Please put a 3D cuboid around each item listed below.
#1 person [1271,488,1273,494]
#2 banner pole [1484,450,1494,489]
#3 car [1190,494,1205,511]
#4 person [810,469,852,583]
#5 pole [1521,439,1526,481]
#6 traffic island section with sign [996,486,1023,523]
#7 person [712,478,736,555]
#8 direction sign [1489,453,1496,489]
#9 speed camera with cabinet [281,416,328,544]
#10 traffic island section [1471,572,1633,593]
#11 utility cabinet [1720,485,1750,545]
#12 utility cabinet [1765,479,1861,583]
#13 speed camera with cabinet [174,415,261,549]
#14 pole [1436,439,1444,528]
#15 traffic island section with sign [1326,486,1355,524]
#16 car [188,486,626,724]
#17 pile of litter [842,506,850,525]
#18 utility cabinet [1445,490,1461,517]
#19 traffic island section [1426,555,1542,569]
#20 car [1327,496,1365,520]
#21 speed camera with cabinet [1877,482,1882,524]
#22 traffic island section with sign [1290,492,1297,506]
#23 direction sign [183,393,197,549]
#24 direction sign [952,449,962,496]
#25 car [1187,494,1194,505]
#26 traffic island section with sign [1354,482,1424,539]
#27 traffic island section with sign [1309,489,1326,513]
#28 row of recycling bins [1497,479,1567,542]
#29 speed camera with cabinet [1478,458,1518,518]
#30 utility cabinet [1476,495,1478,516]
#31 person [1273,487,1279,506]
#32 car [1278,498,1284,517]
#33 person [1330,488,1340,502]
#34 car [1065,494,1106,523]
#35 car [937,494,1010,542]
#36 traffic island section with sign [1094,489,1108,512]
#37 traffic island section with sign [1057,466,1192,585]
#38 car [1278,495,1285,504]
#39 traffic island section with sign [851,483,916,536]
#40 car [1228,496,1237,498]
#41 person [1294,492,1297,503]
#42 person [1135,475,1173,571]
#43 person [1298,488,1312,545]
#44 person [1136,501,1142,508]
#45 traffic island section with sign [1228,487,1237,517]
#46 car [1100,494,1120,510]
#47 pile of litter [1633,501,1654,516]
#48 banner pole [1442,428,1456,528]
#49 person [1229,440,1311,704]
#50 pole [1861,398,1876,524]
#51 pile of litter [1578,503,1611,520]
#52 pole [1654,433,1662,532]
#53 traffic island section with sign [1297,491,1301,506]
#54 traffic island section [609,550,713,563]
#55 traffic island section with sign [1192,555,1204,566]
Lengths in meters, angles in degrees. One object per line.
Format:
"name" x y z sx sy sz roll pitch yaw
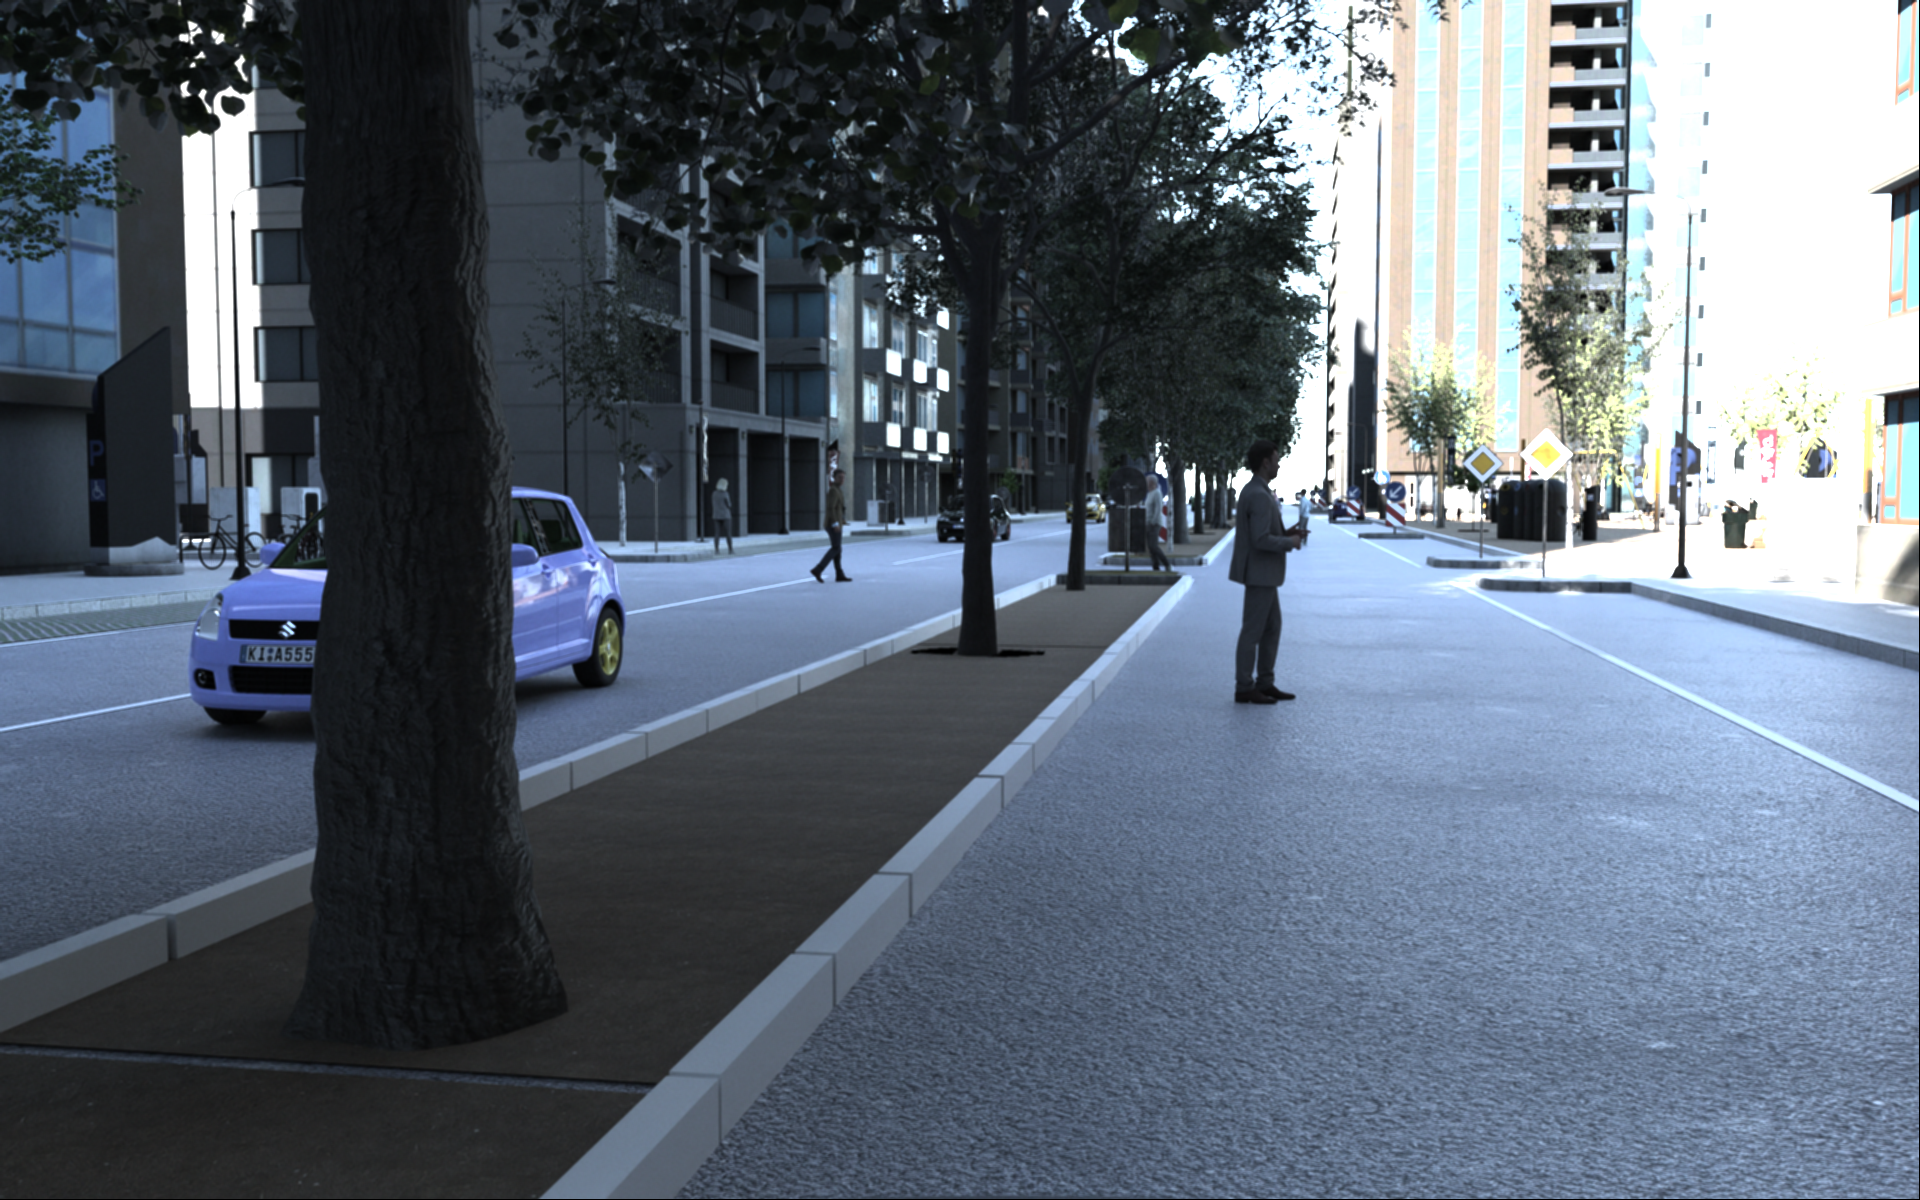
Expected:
"person" 14.739 -4.446 82.202 0.522 1.701 0.512 0 4 -8
"banner pole" 29.879 -6.606 98.020 0.863 3.779 0.401 2 4 30
"car" 20.257 -8.312 144.703 1.959 1.807 4.718 1 4 10
"person" -2.056 -1.207 28.138 0.836 1.842 0.656 -3 4 -37
"pole" 20.941 -4.316 64.406 0.158 3.312 0.155 0 3 0
"traffic island section with sign" 2.122 -4.768 86.583 1.989 1.847 2.006 1 4 10
"person" -5.582 -1.961 40.754 0.537 1.800 0.526 3 4 38
"direction sign" 29.611 -6.411 96.815 0.379 3.537 0.876 -2 4 -28
"speed camera with cabinet" -16.188 -2.991 43.237 0.660 3.252 2.038 0 4 7
"traffic island section" 9.013 -0.270 26.693 2.009 0.180 2.903 1 4 10
"utility cabinet" 19.008 -2.071 42.535 0.318 1.500 1.173 0 4 7
"utility cabinet" 12.283 -0.996 24.957 1.173 1.500 0.318 1 4 18
"speed camera with cabinet" -17.506 -2.831 40.618 2.038 3.252 0.660 1 4 9
"pole" 17.931 -4.333 64.682 0.158 3.312 0.155 0 3 0
"traffic island section with sign" 18.773 -4.568 83.310 1.989 1.847 2.006 1 4 10
"car" -3.627 -0.133 11.769 1.945 1.707 3.694 1 4 9
"pile of litter" -5.191 -3.554 72.067 1.176 0.858 1.719 -1 4 -15
"utility cabinet" 26.882 -5.262 94.708 0.318 1.500 1.173 -2 4 -25
"traffic island section" 10.414 -0.751 34.555 2.009 0.180 2.903 1 4 10
"car" 20.399 -4.823 91.431 1.945 1.354 3.894 1 4 9
"speed camera with cabinet" 13.217 -1.764 23.175 0.660 3.252 2.038 -1 4 -9
"traffic island section with sign" 41.929 -12.517 213.277 1.989 1.847 2.006 1 4 10
"direction sign" -17.487 -2.891 39.267 0.379 3.537 0.876 -2 4 -32
"direction sign" -0.159 -5.825 87.228 0.379 3.537 0.876 -2 4 -34
"car" 31.639 -13.681 233.477 2.009 1.686 4.222 1 4 10
"traffic island section with sign" 13.921 -2.899 56.024 1.989 1.847 2.006 1 4 10
"traffic island section with sign" 27.611 -7.603 132.932 1.989 1.847 2.006 1 4 10
"row of recycling bins" 15.988 -2.519 48.303 1.069 1.692 3.534 0 4 -3
"speed camera with cabinet" 29.305 -6.120 94.397 0.660 3.252 2.038 -3 5 -45
"utility cabinet" 30.982 -5.642 103.405 0.306 1.237 1.020 1 4 11
"person" 18.278 -5.611 100.250 0.388 1.821 0.555 2 4 32
"car" 18.282 -5.577 103.183 2.014 1.417 4.499 1 4 9
"person" 22.873 -5.916 105.431 0.606 1.804 0.583 2 4 29
"car" 6.309 -4.669 86.568 2.015 1.641 3.980 1 4 10
"car" 0.440 -2.628 52.761 2.009 1.686 4.222 1 4 11
"traffic island section with sign" 10.902 -7.783 135.885 1.989 1.847 2.006 1 4 10
"traffic island section with sign" 2.656 -1.219 28.064 2.006 1.907 1.989 1 4 10
"car" 48.384 -15.301 262.749 1.945 1.354 3.894 1 4 10
"traffic island section with sign" -2.600 -3.145 60.043 1.989 1.847 2.006 1 4 10
"car" 32.433 -12.170 208.569 1.945 1.707 3.694 1 4 12
"person" 50.826 -15.517 262.217 1.348 1.822 0.705 -1 4 -14
"person" 3.352 -1.281 29.933 0.515 1.767 0.782 -1 4 -13
"person" 9.662 -2.347 48.688 0.589 1.601 0.330 -3 5 -41
"person" 10.675 -5.744 102.637 0.478 1.798 0.641 -2 4 -27
"traffic island section with sign" 17.135 -6.190 109.335 2.006 1.907 1.989 1 4 10
"car" 11.989 -8.018 140.885 2.009 1.686 4.222 1 4 10
"pile of litter" 40.828 -5.424 102.642 1.176 0.858 1.719 -3 5 -43
"banner pole" 18.487 -4.621 65.576 0.401 3.779 0.863 -1 4 -22
"person" 2.145 -0.194 11.877 0.583 1.804 0.606 0 4 -2
"pole" 19.360 -2.635 36.931 0.158 3.312 0.155 0 3 0
"pile of litter" 31.067 -4.329 84.742 1.719 0.858 1.176 0 4 5
"pole" 23.343 -3.919 57.917 0.158 3.312 0.155 0 3 0
"traffic island section with sign" 32.385 -9.237 159.659 1.989 1.847 2.006 1 4 10
"traffic island section" -6.609 -0.936 37.581 2.009 0.180 2.903 1 4 10
"traffic island section with sign" 3.965 -1.665 35.355 2.006 1.907 1.989 1 4 10
